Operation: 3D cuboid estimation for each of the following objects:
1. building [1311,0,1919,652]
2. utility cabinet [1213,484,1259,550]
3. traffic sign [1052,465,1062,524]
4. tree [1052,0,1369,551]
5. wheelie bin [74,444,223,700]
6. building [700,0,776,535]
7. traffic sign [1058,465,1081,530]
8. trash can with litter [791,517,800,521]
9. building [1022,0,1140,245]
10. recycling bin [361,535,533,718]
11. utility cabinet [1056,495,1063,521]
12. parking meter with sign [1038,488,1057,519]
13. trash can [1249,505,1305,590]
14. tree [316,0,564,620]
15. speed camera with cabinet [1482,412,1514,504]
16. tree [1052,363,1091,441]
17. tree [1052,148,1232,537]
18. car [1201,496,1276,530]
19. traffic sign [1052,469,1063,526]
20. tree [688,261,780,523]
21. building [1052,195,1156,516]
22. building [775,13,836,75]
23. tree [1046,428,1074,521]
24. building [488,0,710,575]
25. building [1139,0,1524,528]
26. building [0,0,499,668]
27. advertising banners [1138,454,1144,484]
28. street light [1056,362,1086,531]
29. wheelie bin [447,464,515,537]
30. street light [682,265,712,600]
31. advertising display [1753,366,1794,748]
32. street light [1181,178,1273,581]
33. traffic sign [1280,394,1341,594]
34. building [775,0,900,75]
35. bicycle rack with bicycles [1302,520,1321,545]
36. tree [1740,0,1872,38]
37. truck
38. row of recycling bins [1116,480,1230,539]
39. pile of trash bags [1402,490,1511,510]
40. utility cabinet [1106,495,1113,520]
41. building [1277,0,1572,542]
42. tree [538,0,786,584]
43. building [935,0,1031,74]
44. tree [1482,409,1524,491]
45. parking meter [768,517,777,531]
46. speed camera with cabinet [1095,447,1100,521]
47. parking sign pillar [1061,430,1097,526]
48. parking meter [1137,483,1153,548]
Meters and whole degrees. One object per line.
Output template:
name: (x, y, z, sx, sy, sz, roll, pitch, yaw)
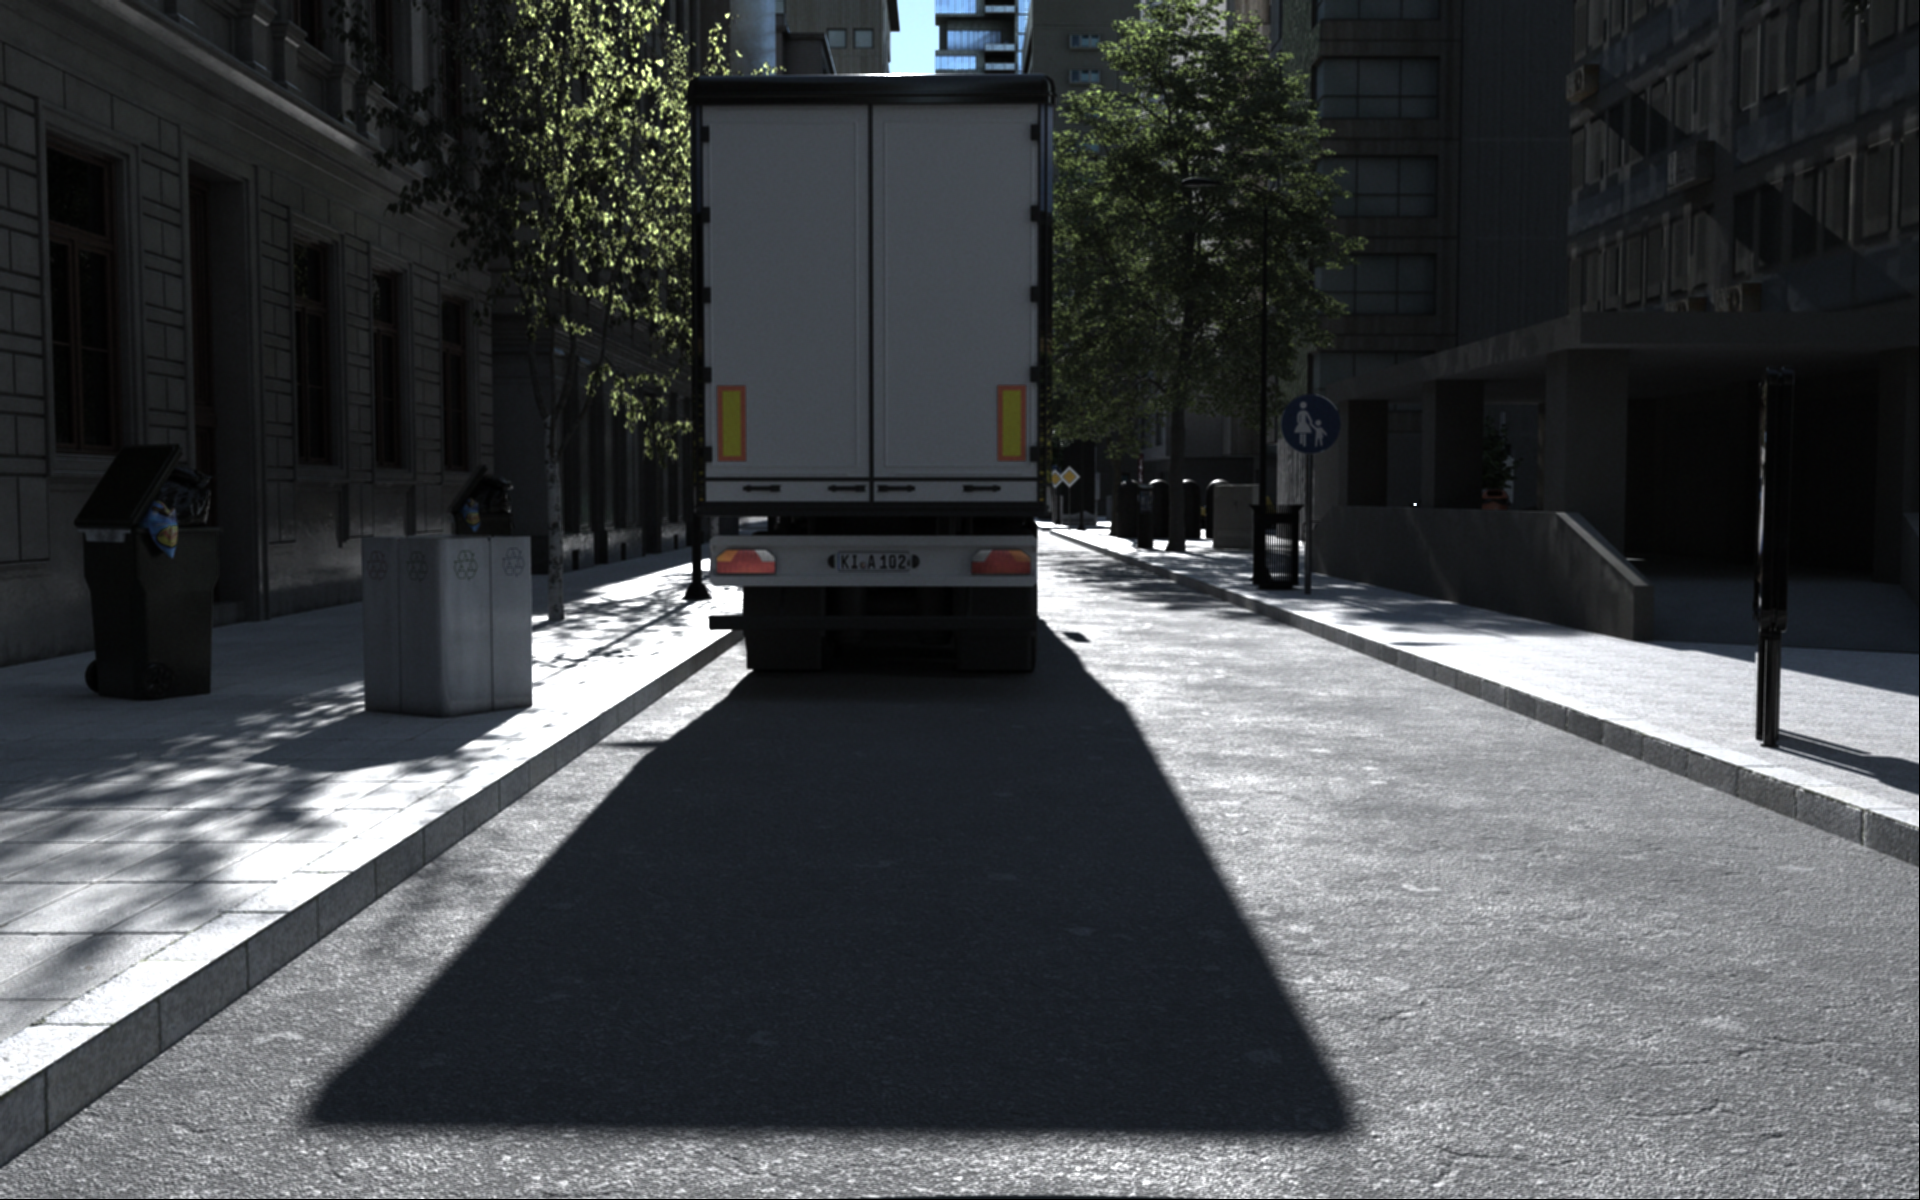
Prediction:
building: (21.923, -20.125, 20.932, 32.217, 40.220, 23.993, 0, 4, 0)
utility cabinet: (6.317, -1.892, 39.608, 0.318, 1.500, 1.173, -3, 4, -39)
traffic sign: (4.059, -4.606, 75.409, 0.768, 2.556, 0.104, 1, 4, 9)
tree: (5.295, -7.368, 38.598, 7.486, 12.596, 7.792, 0, 3, 0)
wheelie bin: (-5.173, -0.194, 11.079, 0.980, 1.594, 0.693, 2, 4, 34)
building: (-15.695, -16.271, 51.934, 20.117, 28.700, 13.634, 0, 4, 0)
traffic sign: (3.846, -3.504, 60.938, 0.795, 2.450, 0.064, 0, 4, 0)
trash can with litter: (-4.624, -2.083, 45.443, 1.055, 1.170, 0.624, -1, 4, -13)
building: (16.856, -32.925, 162.031, 21.300, 48.544, 21.600, 0, 4, 0)
recycling bin: (-3.061, 0.134, 10.358, 0.722, 1.027, 0.722, 2, 4, 32)
utility cabinet: (4.571, -4.135, 78.772, 0.306, 1.237, 1.020, -1, 4, -9)
parking meter with sign: (4.754, -5.662, 88.829, 1.738, 3.016, 0.543, 3, 5, 42)
trash can: (4.267, -0.718, 23.385, 0.748, 1.137, 0.748, 0, 3, 0)
tree: (-4.081, -4.086, 17.162, 4.360, 8.622, 3.978, 0, 3, 0)
speed camera with cabinet: (12.649, -2.942, 42.437, 0.660, 3.252, 2.038, -2, 4, -23)
tree: (5.224, -8.806, 94.345, 4.737, 8.622, 4.395, 0, 3, 0)
tree: (4.686, -7.750, 52.461, 9.928, 11.665, 9.643, 0, 3, 0)
car: (10.250, -3.409, 65.964, 3.980, 1.641, 2.015, 0, 4, 0)
traffic sign: (3.782, -3.993, 68.923, 0.795, 2.450, 0.064, 0, 4, 0)
tree: (-3.779, -5.257, 36.309, 4.737, 8.622, 4.395, 0, 3, 0)
building: (20.461, -16.493, 114.706, 27.650, 21.520, 28.899, 0, 4, 0)
building: (-12.797, -16.285, 85.323, 14.314, 24.678, 30.058, 0, 4, 0)
tree: (4.711, -6.155, 84.356, 4.285, 4.588, 4.351, 0, 3, 0)
building: (-11.170, -11.417, 35.814, 9.793, 20.994, 18.267, 0, 4, 0)
building: (15.658, -24.079, 77.291, 14.086, 41.232, 14.154, 0, 4, 0)
building: (-12.061, -11.000, 16.006, 11.583, 22.565, 21.152, 0, 4, 0)
advertising banners: (8.122, -4.786, 74.440, 0.090, 3.025, 2.074, -1, 4, -22)
street light: (3.744, -5.403, 60.887, 1.470, 5.913, 1.316, 0, 4, 0)
wheelie bin: (-5.166, -0.662, 18.726, 0.693, 1.594, 0.980, -1, 4, -21)
street light: (-2.669, -2.962, 20.965, 1.470, 5.913, 1.316, 0, 4, 0)
advertising display: (4.275, -0.240, 9.133, 0.123, 1.923, 0.974, 1, 4, 22)
street light: (3.951, -3.246, 25.611, 1.470, 5.913, 1.316, 0, 4, 0)
traffic sign: (4.456, -1.346, 22.111, 0.768, 2.556, 0.104, 0, 4, 2)
building: (-20.552, -35.600, 171.296, 28.713, 52.752, 27.495, 0, 4, 0)
bicycle rack with bicycles: (9.833, -1.804, 42.884, 2.925, 0.926, 2.852, 0, 4, -6)
tree: (4.805, -4.302, 4.745, 8.767, 10.594, 7.601, 0, 4, 5)
truck: (-0.449, -1.731, 17.216, 2.839, 4.237, 11.283, 0, 4, 2)
row of recycling bins: (6.223, -2.642, 50.314, 3.534, 1.692, 1.069, 2, 4, 24)
pile of trash bags: (9.586, -1.596, 35.852, 3.447, 1.369, 1.912, 1, 4, 17)
utility cabinet: (7.413, -4.505, 84.813, 0.306, 1.237, 1.020, 1, 4, 20)
building: (16.256, -22.479, 51.127, 14.154, 41.232, 14.086, 0, 4, 0)
tree: (-3.951, -4.711, 27.391, 4.360, 8.622, 3.978, 0, 3, 0)
building: (8.269, -56.638, 238.700, 31.000, 86.520, 22.319, 0, 4, 0)
tree: (11.991, -2.715, 38.994, 1.663, 3.219, 1.824, 0, 3, 0)
parking meter: (-4.656, -2.153, 43.608, 0.372, 1.533, 0.369, 0, 3, 0)
speed camera with cabinet: (5.215, -4.806, 72.909, 0.660, 3.252, 2.038, -1, 4, -20)
parking sign pillar: (4.867, -5.036, 70.810, 1.447, 3.967, 1.447, 0, 4, 5)
parking meter: (4.398, -1.999, 41.087, 0.372, 1.533, 0.369, 0, 3, 0)
